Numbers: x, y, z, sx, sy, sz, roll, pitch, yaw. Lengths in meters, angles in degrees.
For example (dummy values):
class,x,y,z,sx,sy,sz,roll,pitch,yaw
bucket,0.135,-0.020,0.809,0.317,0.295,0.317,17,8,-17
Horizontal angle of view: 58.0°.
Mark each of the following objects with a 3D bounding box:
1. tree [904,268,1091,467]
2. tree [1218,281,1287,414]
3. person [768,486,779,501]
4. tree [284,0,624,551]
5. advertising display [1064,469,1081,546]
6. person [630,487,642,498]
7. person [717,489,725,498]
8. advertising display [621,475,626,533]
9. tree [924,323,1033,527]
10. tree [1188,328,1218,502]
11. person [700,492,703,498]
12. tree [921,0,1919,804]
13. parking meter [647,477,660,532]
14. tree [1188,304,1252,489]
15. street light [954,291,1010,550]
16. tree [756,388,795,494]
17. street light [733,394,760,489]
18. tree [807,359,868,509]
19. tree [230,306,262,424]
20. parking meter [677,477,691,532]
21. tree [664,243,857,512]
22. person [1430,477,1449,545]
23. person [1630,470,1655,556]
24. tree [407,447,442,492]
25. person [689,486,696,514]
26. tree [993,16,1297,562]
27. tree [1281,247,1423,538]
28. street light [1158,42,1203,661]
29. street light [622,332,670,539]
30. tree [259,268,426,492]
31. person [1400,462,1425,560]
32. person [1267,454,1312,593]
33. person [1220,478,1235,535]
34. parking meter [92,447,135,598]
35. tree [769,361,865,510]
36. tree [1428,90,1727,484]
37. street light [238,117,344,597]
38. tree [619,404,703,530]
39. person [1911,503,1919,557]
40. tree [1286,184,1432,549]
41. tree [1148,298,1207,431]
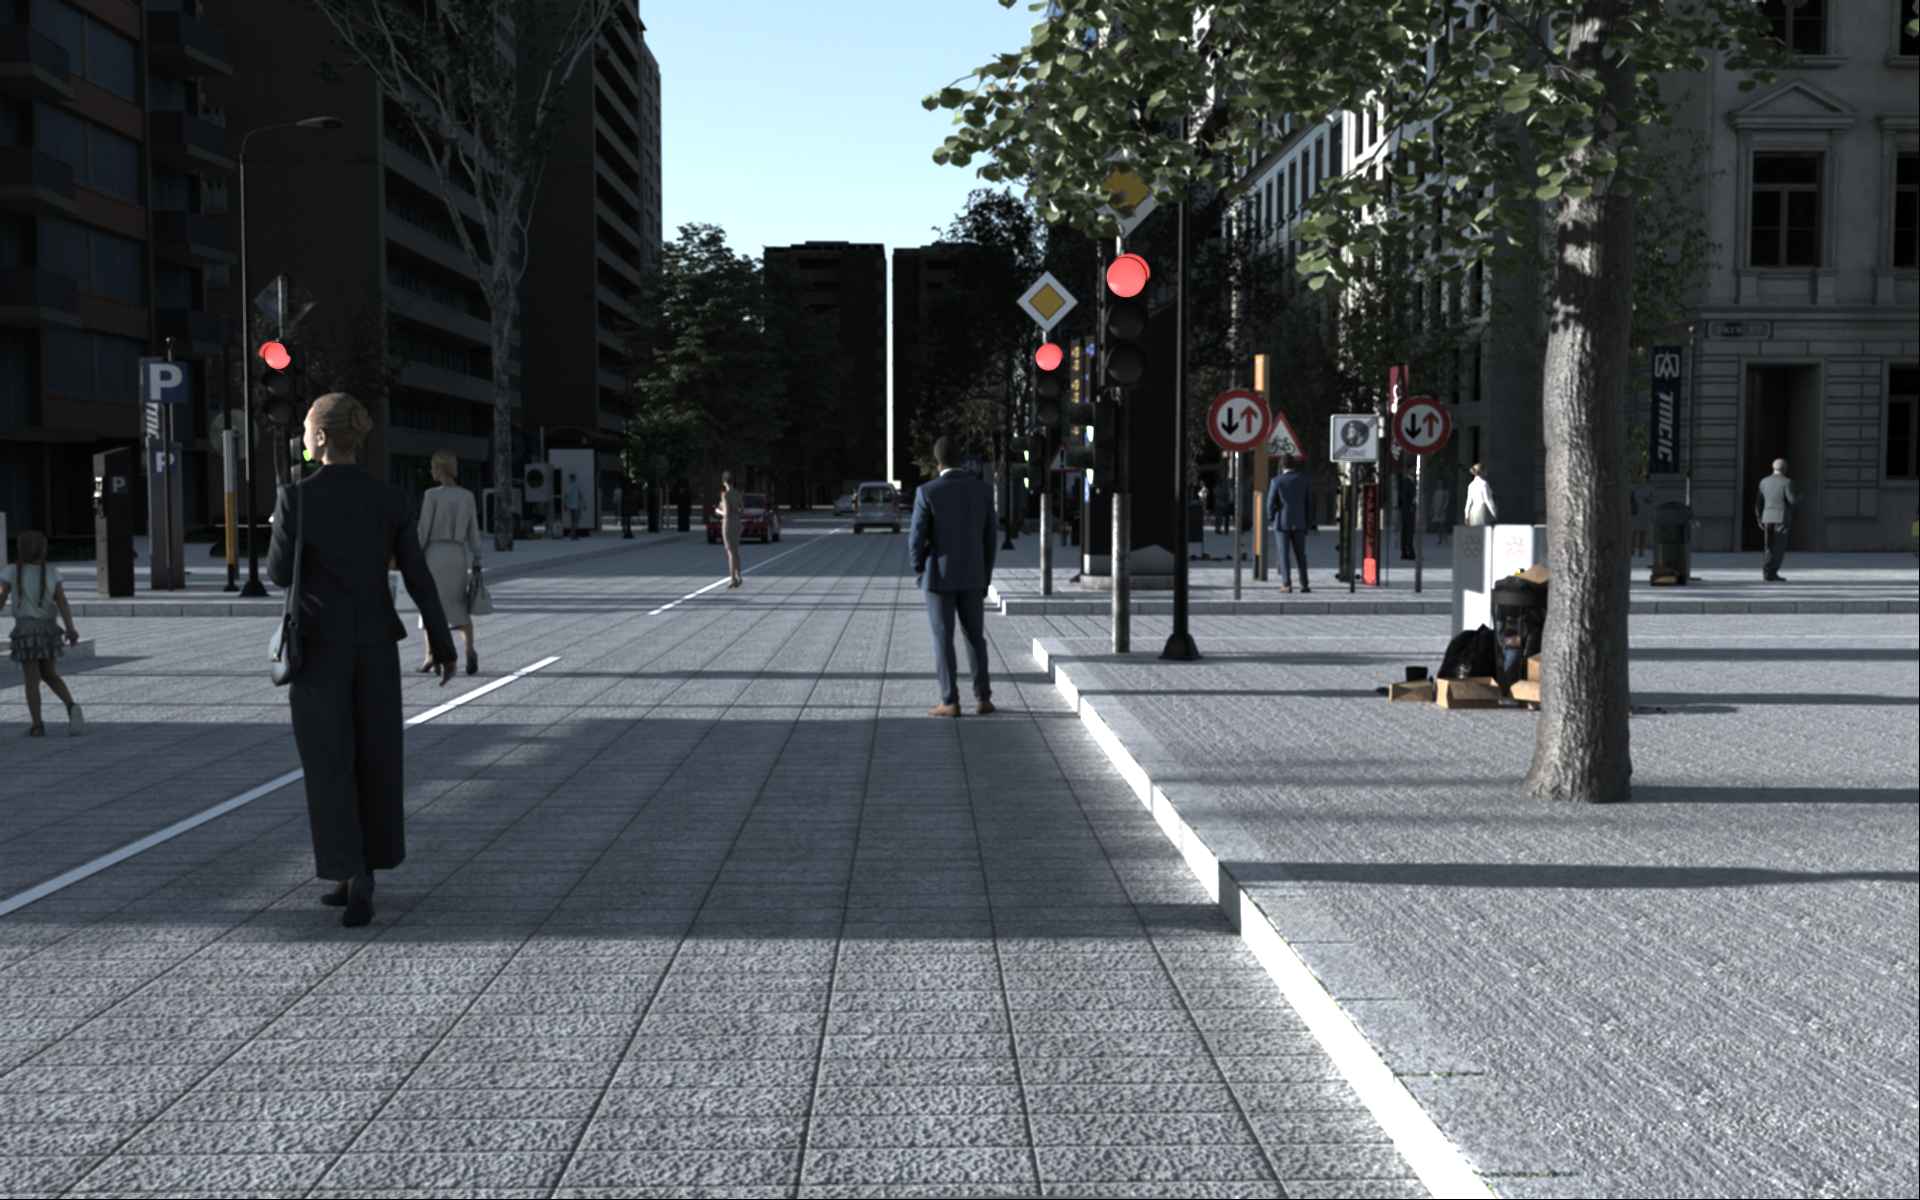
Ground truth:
class,x,y,z,sx,sy,sz,roll,pitch,yaw
tree,1.067,-9.395,79.369,9.928,11.665,9.643,0,3,0
tree,11.587,-6.596,58.200,4.737,8.622,4.395,0,3,0
person,-11.324,-5.921,103.564,1.217,1.735,0.721,-3,5,-43
tree,-11.698,-11.138,37.992,12.611,20.169,13.585,0,3,0
advertising display,2.933,-2.317,43.099,0.974,1.923,0.123,-3,4,-39
person,-24.169,-7.524,129.047,0.705,1.826,1.348,3,5,43
person,-23.571,-10.170,172.264,1.348,1.831,0.705,2,4,32
advertising display,-11.254,-3.228,57.999,0.123,1.923,0.974,-1,4,-10
tree,1.202,-6.966,64.253,4.360,8.622,3.978,0,3,0
tree,9.136,-7.520,73.321,4.737,8.622,4.395,0,3,0
person,-23.421,-9.107,158.123,0.799,1.438,0.628,0,4,2
tree,3.058,-5.443,7.117,7.486,12.596,7.792,0,3,0
parking meter,-10.293,-3.208,58.160,0.255,1.863,0.399,1,4,22
tree,8.768,-7.036,65.403,4.360,8.622,3.978,0,3,0
street light,0.563,-4.118,39.863,1.470,5.913,1.316,0,4,-1
tree,-11.292,-9.250,101.598,4.737,8.622,4.395,0,3,0
street light,-9.740,-6.510,78.979,1.470,5.913,1.316,0,4,-1
tree,-13.204,-14.831,152.859,12.009,13.543,11.850,0,3,0
tree,-26.187,-7.140,67.093,4.360,8.622,3.978,0,3,0
parking meter,-9.355,-3.241,58.699,0.399,1.863,0.255,1,4,10
tree,-10.590,-11.112,88.343,9.857,13.997,8.962,0,3,0
person,12.222,-2.261,44.009,0.522,1.701,0.512,-3,5,-41
person,13.910,-1.788,35.633,0.716,1.782,0.532,1,4,23
tree,-22.050,-4.723,71.821,1.663,3.219,1.824,0,3,0
person,-17.778,-6.554,113.331,1.348,1.807,0.705,2,4,31
tree,2.734,-5.989,32.326,7.601,10.594,8.767,0,4,8
tree,11.596,-6.116,50.352,4.360,8.622,3.978,0,3,0
street light,1.176,-2.493,13.303,1.470,5.913,1.316,0,4,-1
street light,-9.013,-4.722,49.751,1.470,5.913,1.316,0,4,-1
tree,-19.449,-6.442,55.687,4.360,8.622,3.978,0,3,0
person,8.857,-1.741,33.873,0.474,1.900,0.648,1,4,17
person,4.306,-0.994,22.483,0.721,1.800,0.419,-1,4,-16
person,8.509,-2.926,54.286,0.661,1.777,0.834,-1,4,-13
parking meter,-10.546,-0.970,21.565,0.255,1.863,0.399,2,4,34
tree,-12.845,-13.734,141.556,9.611,12.733,9.660,0,3,0
tree,11.585,-4.917,30.755,4.737,8.622,4.395,0,3,0
street light,-8.298,-2.995,21.515,1.470,5.913,1.316,0,4,-1
tree,-10.931,-4.857,63.122,4.285,4.588,4.351,0,3,0
person,20.004,-1.747,34.826,1.509,1.804,0.699,2,4,33
tree,10.199,-5.484,40.031,4.737,8.622,4.395,0,3,0
tree,9.458,-10.240,93.178,9.928,11.665,9.643,0,3,0
